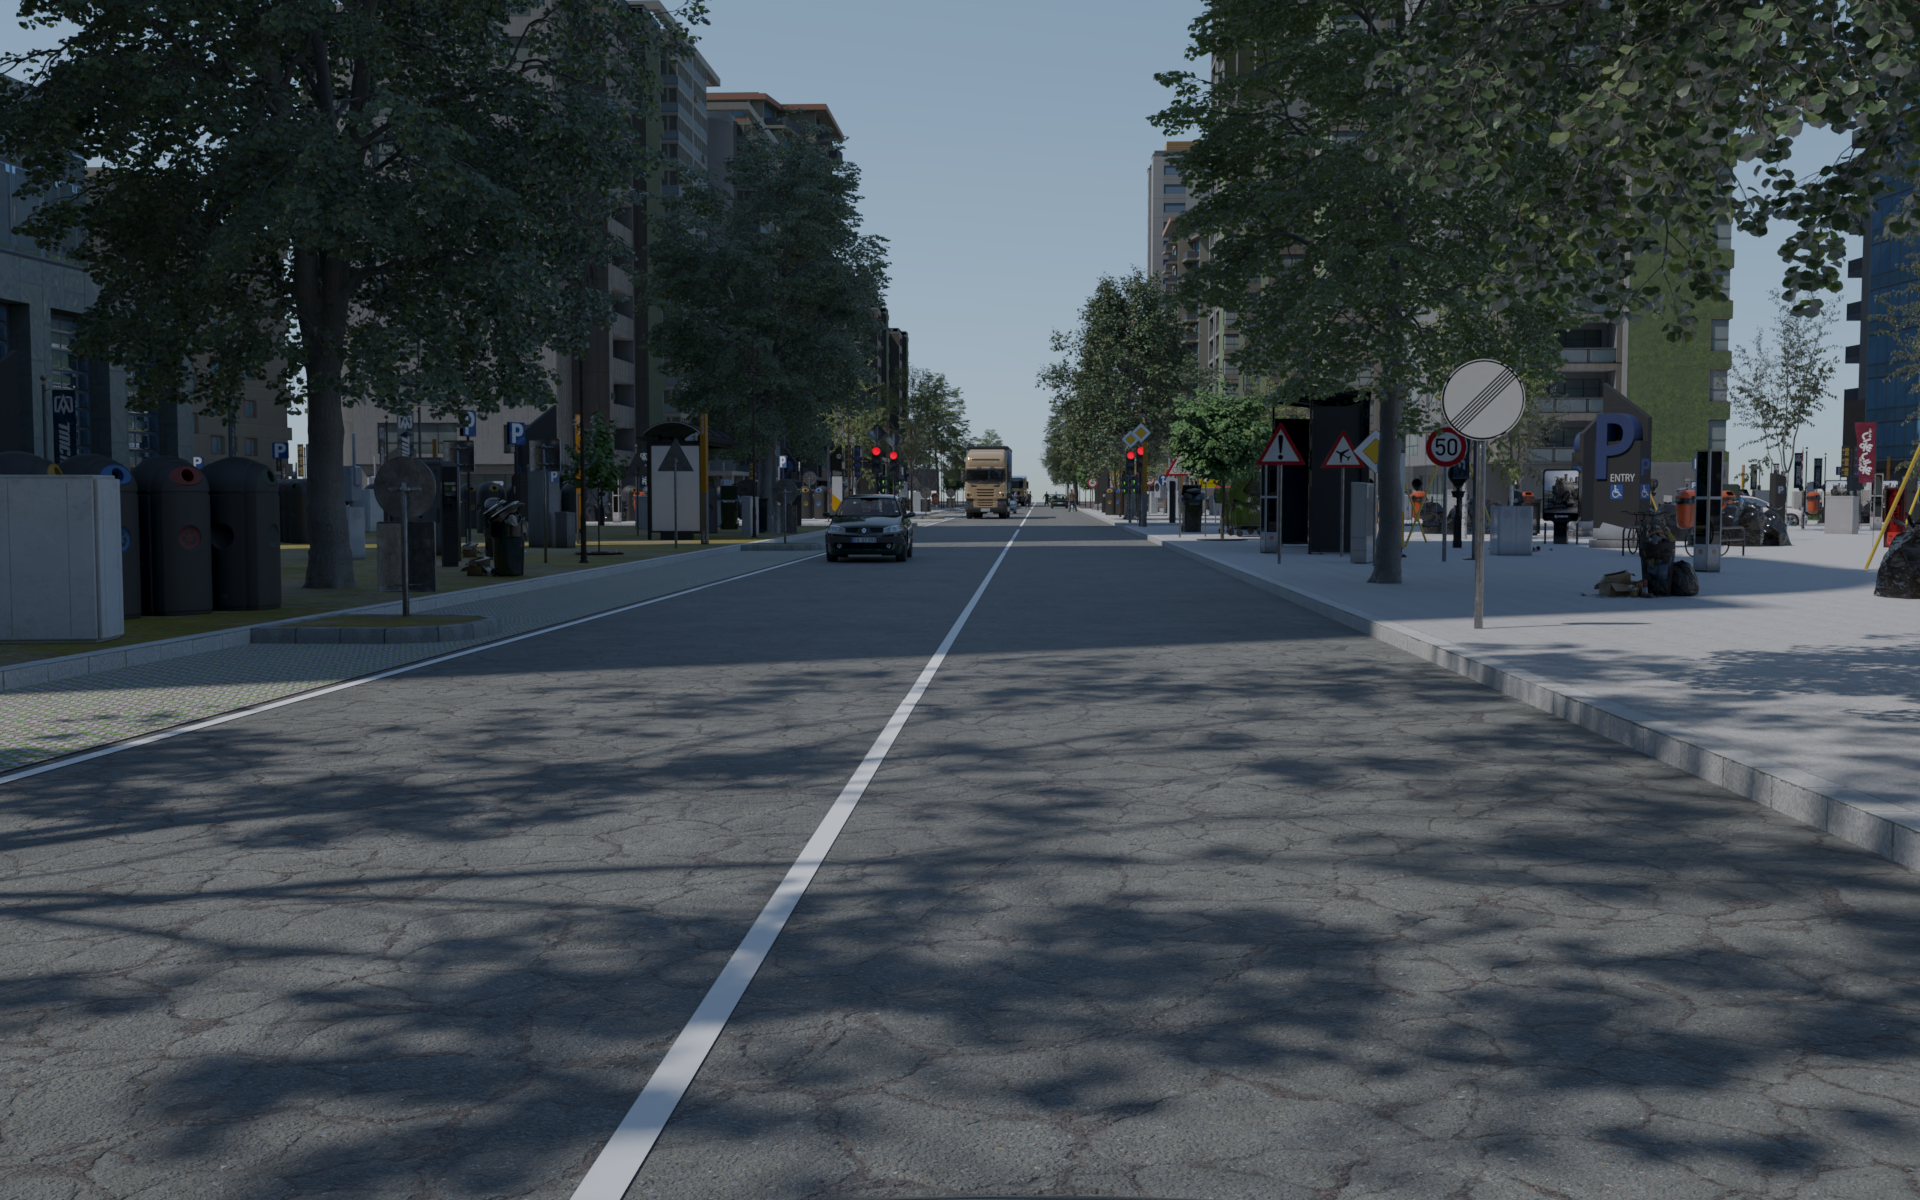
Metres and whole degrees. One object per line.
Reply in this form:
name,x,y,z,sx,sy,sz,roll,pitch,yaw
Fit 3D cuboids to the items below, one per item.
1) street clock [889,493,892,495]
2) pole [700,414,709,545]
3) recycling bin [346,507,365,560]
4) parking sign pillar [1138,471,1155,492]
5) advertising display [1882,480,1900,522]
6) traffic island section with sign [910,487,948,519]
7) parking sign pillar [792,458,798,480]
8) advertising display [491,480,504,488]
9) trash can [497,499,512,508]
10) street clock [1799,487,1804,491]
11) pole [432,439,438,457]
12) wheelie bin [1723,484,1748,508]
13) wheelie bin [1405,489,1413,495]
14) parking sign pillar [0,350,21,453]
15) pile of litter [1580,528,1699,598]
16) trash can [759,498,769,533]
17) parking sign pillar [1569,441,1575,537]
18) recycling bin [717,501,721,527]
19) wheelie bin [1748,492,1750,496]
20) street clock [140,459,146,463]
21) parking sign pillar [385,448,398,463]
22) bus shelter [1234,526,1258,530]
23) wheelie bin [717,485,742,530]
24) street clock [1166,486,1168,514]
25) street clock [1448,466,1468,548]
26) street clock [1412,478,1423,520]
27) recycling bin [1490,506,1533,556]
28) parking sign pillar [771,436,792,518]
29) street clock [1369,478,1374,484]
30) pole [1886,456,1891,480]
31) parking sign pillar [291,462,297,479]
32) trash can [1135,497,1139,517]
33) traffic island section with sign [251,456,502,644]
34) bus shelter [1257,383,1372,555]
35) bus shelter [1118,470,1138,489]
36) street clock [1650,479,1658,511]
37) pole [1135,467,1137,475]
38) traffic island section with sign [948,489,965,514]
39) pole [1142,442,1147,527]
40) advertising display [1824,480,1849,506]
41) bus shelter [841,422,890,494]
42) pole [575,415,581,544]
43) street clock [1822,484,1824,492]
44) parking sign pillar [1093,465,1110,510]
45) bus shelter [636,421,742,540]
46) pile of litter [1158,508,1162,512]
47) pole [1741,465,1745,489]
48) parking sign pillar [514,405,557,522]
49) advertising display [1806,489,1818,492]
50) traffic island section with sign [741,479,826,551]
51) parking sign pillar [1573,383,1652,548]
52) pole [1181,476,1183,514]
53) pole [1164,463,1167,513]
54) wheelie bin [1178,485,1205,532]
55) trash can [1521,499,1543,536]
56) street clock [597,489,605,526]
street clock,-4.371,-6.381,108.892,0.358,2.002,0.471,0,4,-7
pole,-6.500,-3.070,44.033,0.158,3.312,0.155,0,3,0
recycling bin,-12.190,-1.315,34.048,0.722,1.027,0.722,3,5,44
parking sign pillar,14.194,-8.770,131.860,1.447,3.967,1.447,-1,4,-11
advertising display,42.256,-4.507,78.911,0.123,1.923,0.974,-3,4,-38
traffic island section with sign,-1.900,-5.548,99.334,1.989,1.847,2.006,0,4,3
parking sign pillar,-9.782,-6.768,99.123,1.447,3.967,1.447,-2,4,-35
advertising display,-21.608,-4.632,80.948,0.123,1.923,0.974,1,4,17
trash can,-31.096,-6.481,117.618,0.748,1.137,0.748,0,3,0
street clock,71.985,-8.789,148.265,0.358,2.002,0.471,0,4,2
pole,-19.442,-4.304,64.219,0.158,3.312,0.155,0,3,0
wheelie bin,23.918,-2.824,54.076,0.980,1.594,0.693,1,4,18
wheelie bin,27.602,-6.040,106.662,0.693,1.594,0.980,2,4,35
parking sign pillar,-17.966,-2.655,31.875,1.447,3.967,1.447,1,4,17
pile of litter,8.594,-0.486,21.905,1.719,0.858,1.176,-1,4,-11
trash can,-6.651,-2.778,57.070,0.748,1.137,0.748,0,3,0
parking sign pillar,19.080,-3.910,52.395,1.447,3.967,1.447,-2,4,-34
recycling bin,-9.132,-3.377,67.774,0.722,1.027,0.722,0,3,0
wheelie bin,49.464,-6.210,109.433,0.693,1.594,0.980,-2,4,-26
street clock,-16.571,-1.894,35.536,0.358,2.002,0.471,2,4,24
parking sign pillar,-28.065,-5.989,86.389,1.447,3.967,1.447,0,4,1
bus shelter,10.272,-4.016,59.581,2.014,3.302,5.546,0,4,3
wheelie bin,-8.396,-3.357,62.798,0.980,1.594,0.693,0,4,-5
street clock,13.499,-6.570,111.989,0.358,2.002,0.471,2,4,35
street clock,11.855,-2.242,41.235,0.471,2.002,0.358,0,4,6
street clock,21.020,-4.593,79.661,0.471,2.002,0.358,2,4,27
recycling bin,11.589,-1.460,36.417,0.722,1.027,0.722,0,4,3
parking sign pillar,-7.410,-4.805,67.027,1.447,3.967,1.447,0,4,1
street clock,18.466,-4.511,78.330,0.471,2.002,0.358,1,4,15
pole,50.323,-6.122,93.930,0.158,3.312,0.155,0,3,0
parking sign pillar,-56.318,-9.673,146.627,1.447,3.967,1.447,-1,4,-19
trash can,9.483,-5.037,94.016,0.748,1.137,0.748,0,3,0
traffic island section with sign,-5.738,-0.536,17.395,1.989,1.847,2.006,0,4,3
bus shelter,8.062,-2.967,39.786,1.731,3.624,6.357,0,4,3
bus shelter,13.689,-9.911,139.680,2.179,5.291,8.768,0,4,3
street clock,32.541,-4.699,81.396,0.471,2.002,0.358,-2,4,-25
pole,11.722,-7.461,115.830,0.158,3.312,0.155,0,3,0
traffic island section with sign,-0.626,-7.226,126.777,1.989,1.847,2.006,0,4,3
pole,7.206,-4.508,67.547,0.158,3.312,0.155,0,3,0
advertising display,40.046,-4.523,79.158,0.974,1.923,0.123,3,5,44
bus shelter,-5.365,-7.421,98.972,2.179,5.291,8.768,0,4,3
pole,-9.796,-3.105,44.608,0.158,3.312,0.155,0,3,0
street clock,62.755,-7.410,125.722,0.471,2.002,0.358,-2,4,-35
parking sign pillar,11.650,-9.373,141.725,1.447,3.967,1.447,3,5,42
bus shelter,-7.838,-3.472,50.687,2.014,3.302,5.546,0,4,3
pile of litter,13.999,-6.829,125.627,1.719,0.858,1.176,-2,4,-28
pole,54.404,-7.738,120.351,0.158,3.312,0.155,0,3,0
parking sign pillar,-12.690,-3.876,51.837,1.447,3.967,1.447,3,4,38
advertising display,71.904,-8.632,146.340,0.974,1.923,0.123,2,4,35
traffic island section with sign,-4.483,-2.183,44.321,1.989,1.847,2.006,0,4,3
parking sign pillar,15.847,-3.239,41.430,1.447,3.967,1.447,-2,4,-31
pole,14.472,-7.298,113.172,0.158,3.312,0.155,0,3,0
pole,13.679,-7.425,115.245,0.158,3.312,0.155,0,3,0
wheelie bin,7.840,-3.082,58.304,0.980,1.594,0.693,0,4,-5
trash can,17.556,-2.549,53.333,0.748,1.137,0.748,0,3,0
street clock,-14.536,-4.017,70.241,0.358,2.002,0.471,-2,4,-24
